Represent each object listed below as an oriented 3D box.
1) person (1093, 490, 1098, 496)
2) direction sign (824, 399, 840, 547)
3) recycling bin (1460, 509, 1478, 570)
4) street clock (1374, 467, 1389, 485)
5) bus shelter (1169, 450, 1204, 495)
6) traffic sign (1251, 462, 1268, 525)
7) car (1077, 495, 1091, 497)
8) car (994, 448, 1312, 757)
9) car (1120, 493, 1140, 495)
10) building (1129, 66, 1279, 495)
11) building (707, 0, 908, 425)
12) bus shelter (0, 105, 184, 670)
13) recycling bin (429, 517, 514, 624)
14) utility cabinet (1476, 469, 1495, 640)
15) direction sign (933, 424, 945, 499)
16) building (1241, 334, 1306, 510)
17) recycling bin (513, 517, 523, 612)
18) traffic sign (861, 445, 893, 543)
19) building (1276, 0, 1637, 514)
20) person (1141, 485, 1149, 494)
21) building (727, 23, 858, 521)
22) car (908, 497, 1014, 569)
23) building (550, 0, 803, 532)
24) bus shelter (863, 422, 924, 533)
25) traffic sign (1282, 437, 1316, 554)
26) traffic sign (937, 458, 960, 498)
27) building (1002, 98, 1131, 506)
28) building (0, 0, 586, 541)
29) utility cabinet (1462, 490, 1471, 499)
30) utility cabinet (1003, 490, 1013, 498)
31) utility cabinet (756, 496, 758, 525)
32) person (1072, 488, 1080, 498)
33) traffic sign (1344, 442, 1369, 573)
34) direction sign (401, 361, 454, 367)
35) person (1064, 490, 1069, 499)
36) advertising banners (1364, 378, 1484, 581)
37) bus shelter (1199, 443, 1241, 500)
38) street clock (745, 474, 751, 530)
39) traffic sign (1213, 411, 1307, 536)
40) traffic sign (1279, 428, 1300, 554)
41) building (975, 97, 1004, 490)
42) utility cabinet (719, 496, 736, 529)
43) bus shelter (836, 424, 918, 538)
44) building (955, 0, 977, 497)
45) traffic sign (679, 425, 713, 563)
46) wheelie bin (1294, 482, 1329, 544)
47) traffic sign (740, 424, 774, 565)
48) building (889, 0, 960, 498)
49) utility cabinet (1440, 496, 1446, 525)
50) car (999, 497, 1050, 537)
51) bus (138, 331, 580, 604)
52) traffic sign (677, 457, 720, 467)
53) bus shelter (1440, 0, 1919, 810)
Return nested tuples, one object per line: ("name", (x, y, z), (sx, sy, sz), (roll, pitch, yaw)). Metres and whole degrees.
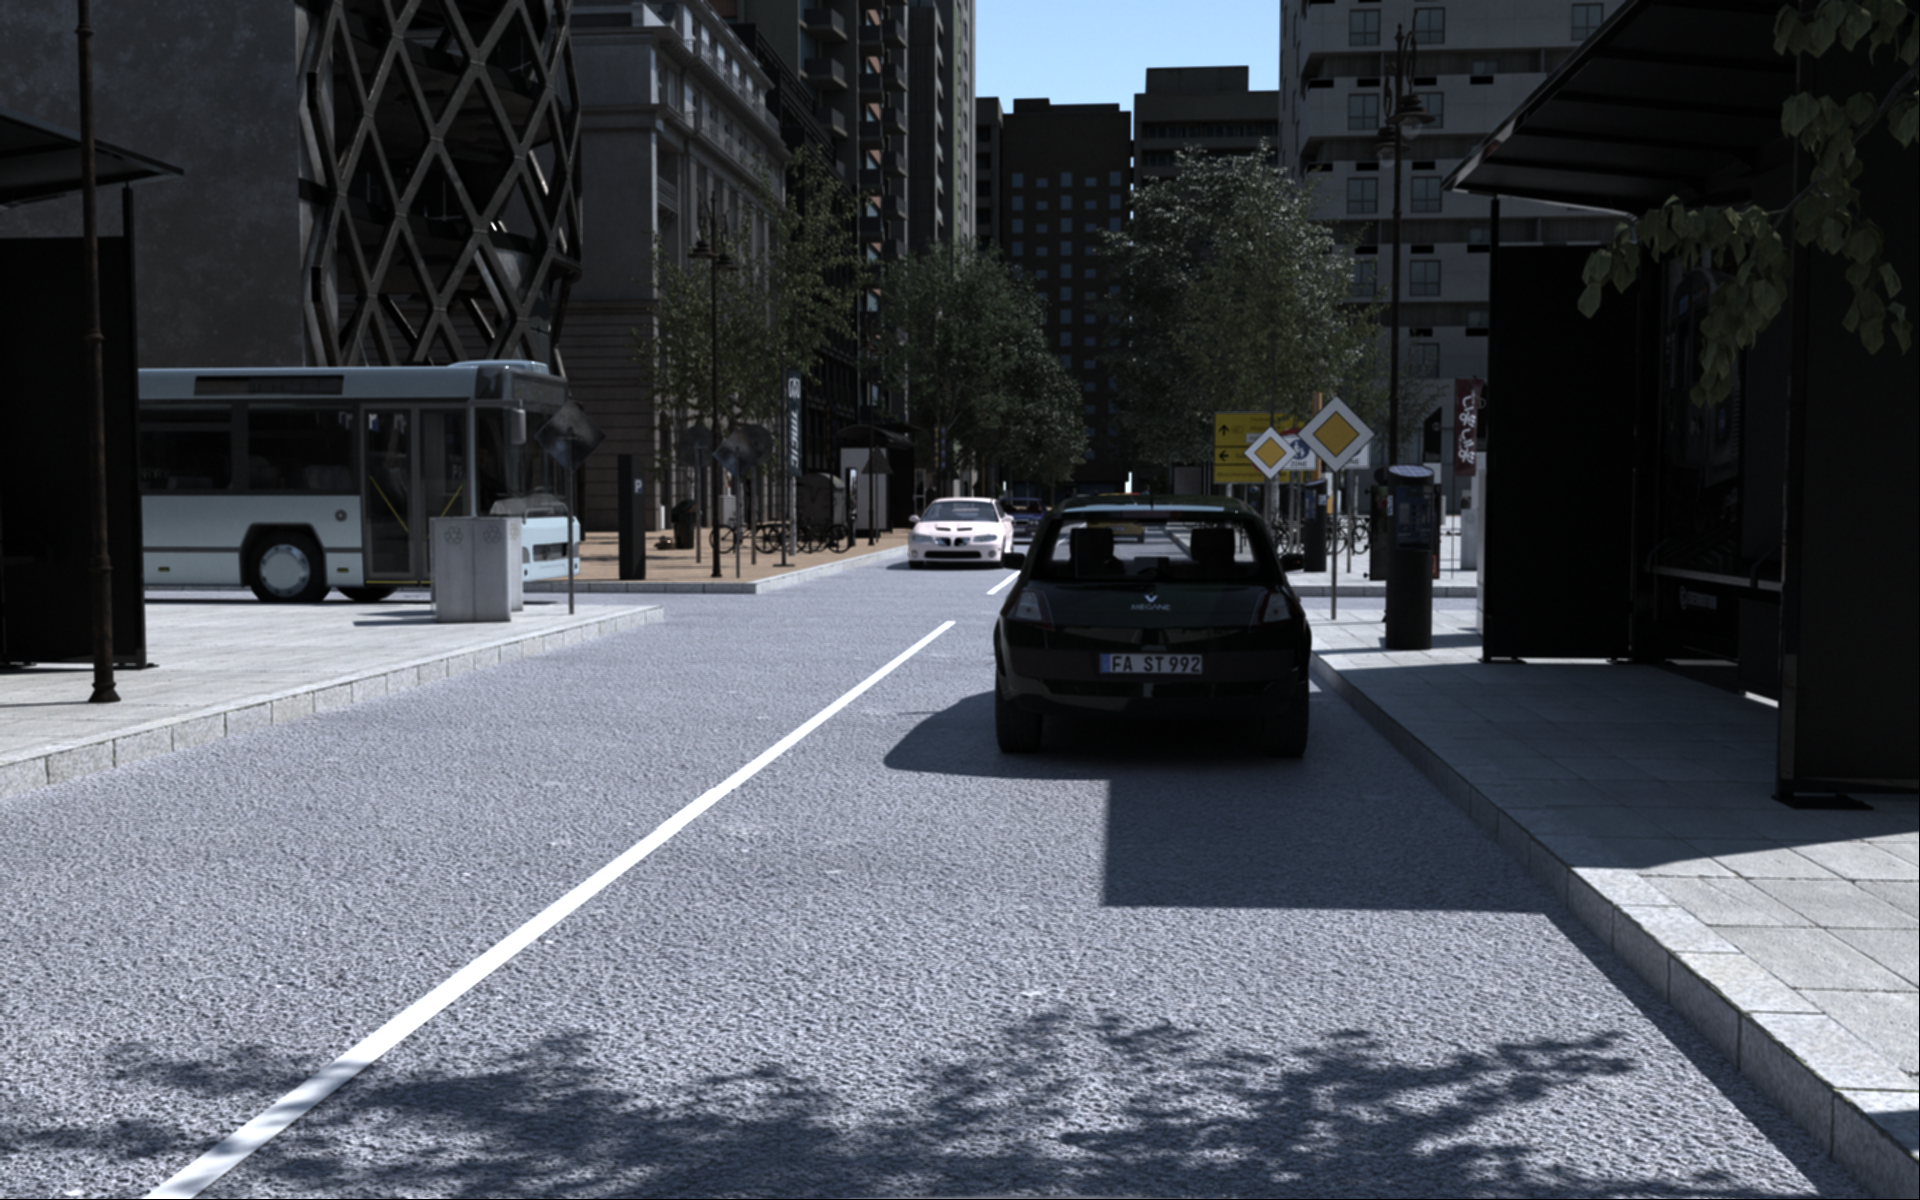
("person", (12.182, -8.906, 154.638), (1.217, 1.766, 0.721), (2, 4, 24))
("direction sign", (-3.109, -3.052, 41.904), (0.379, 3.537, 0.876), (-1, 4, -20))
("recycling bin", (8.963, -1.028, 29.363), (0.722, 1.027, 0.722), (3, 5, 40))
("street clock", (11.248, -2.534, 46.007), (0.471, 2.002, 0.358), (0, 4, -6))
("bus shelter", (10.909, -5.375, 81.811), (2.014, 3.302, 5.546), (0, 4, 6))
("traffic sign", (7.440, -2.569, 42.115), (0.768, 2.556, 0.104), (1, 4, 14))
("car", (9.829, -7.706, 138.355), (2.083, 1.381, 4.827), (0, 4, 3))
("car", (1.208, -0.069, 10.910), (2.009, 1.686, 4.222), (0, 4, 6))
("car", (8.243, -4.587, 84.031), (2.155, 1.783, 4.494), (0, 4, 5))
("building", (30.503, -35.260, 200.196), (21.600, 48.544, 21.300), (0, 4, 5))
("building", (-15.398, -28.272, 116.868), (22.147, 44.769, 28.867), (0, 4, 5))
("bus shelter", (-6.753, -1.123, 9.650), (1.731, 3.624, 6.357), (0, 4, 5))
("recycling bin", (-4.961, -0.305, 17.545), (0.722, 1.027, 0.722), (-1, 4, -21))
("utility cabinet", (4.788, -0.406, 15.320), (0.318, 1.500, 1.173), (1, 4, 12))
("direction sign", (-0.667, -3.915, 56.008), (0.379, 3.537, 0.876), (1, 4, 23))
("building", (39.118, -18.760, 151.764), (27.650, 21.520, 28.899), (0, 4, 5))
("recycling bin", (-5.264, -0.386, 18.858), (0.722, 1.027, 0.722), (2, 4, 28))
("traffic sign", (-2.186, -2.791, 45.638), (0.884, 2.594, 0.081), (1, 4, 15))
("building", (37.235, -32.629, 122.718), (28.713, 52.752, 27.495), (0, 4, 5))
("person", (7.357, -3.673, 68.897), (0.444, 1.785, 0.601), (-2, 4, -31))
("building", (-12.658, -15.937, 90.251), (12.332, 23.373, 15.834), (0, 4, 5))
("car", (0.072, -1.377, 34.879), (2.083, 1.381, 4.827), (0, 4, 5))
("building", (-15.086, -13.971, 70.231), (13.314, 21.916, 24.055), (0, 4, 5))
("bus shelter", (-2.426, -4.174, 59.527), (1.731, 3.624, 6.357), (0, 4, 5))
("traffic sign", (5.914, -1.720, 30.258), (0.606, 2.300, 0.079), (1, 4, 12))
("traffic sign", (-0.412, -3.858, 63.076), (0.884, 2.594, 0.081), (1, 4, 14))
("building", (12.404, -33.575, 199.062), (14.200, 45.320, 14.600), (0, 4, 5))
("building", (-18.459, -10.763, 43.427), (16.820, 18.784, 16.811), (0, 4, 5))
("utility cabinet", (28.450, -5.343, 96.032), (1.173, 1.500, 0.318), (1, 4, 19))
("utility cabinet", (2.651, -5.631, 100.753), (0.318, 1.500, 1.173), (2, 4, 32))
("utility cabinet", (-7.527, -3.188, 63.289), (0.306, 1.237, 1.020), (0, 4, -6))
("person", (6.654, -5.546, 99.349), (0.590, 1.801, 0.661), (1, 4, 11))
("traffic sign", (6.325, -1.589, 28.110), (0.606, 2.300, 0.079), (0, 4, 6))
("direction sign", (-9.099, -2.307, 29.718), (0.876, 3.537, 0.379), (-2, 4, -24))
("person", (7.290, -6.559, 116.563), (0.721, 1.723, 1.217), (1, 4, 8))
("advertising banners", (6.971, -1.820, 25.941), (2.074, 3.025, 0.090), (-1, 4, -21))
("bus shelter", (11.113, -5.787, 72.243), (2.179, 5.291, 8.768), (0, 4, 5))
("street clock", (-7.395, -3.454, 61.035), (0.358, 2.002, 0.471), (0, 4, 0))
("traffic sign", (7.350, -2.978, 42.561), (2.265, 3.308, 0.079), (1, 4, 13))
("traffic sign", (6.435, -2.049, 33.611), (0.768, 2.556, 0.104), (0, 4, 7))
("building", (-5.201, -35.479, 203.776), (21.600, 48.544, 21.300), (0, 4, 5))
("utility cabinet", (-8.597, -3.253, 64.341), (0.306, 1.237, 1.020), (2, 4, 29))
("bus shelter", (-2.616, -3.612, 52.986), (2.014, 3.302, 5.546), (0, 4, 6))
("building", (-9.524, -44.076, 158.888), (20.611, 71.187, 20.563), (0, 4, 5))
("traffic sign", (-4.868, -1.961, 32.174), (0.768, 2.556, 0.104), (1, 4, 11))
("wheelie bin", (9.086, -2.258, 44.826), (0.980, 1.594, 0.693), (2, 4, 35))
("traffic sign", (-3.755, -1.917, 31.455), (0.768, 2.556, 0.104), (1, 4, 15))
("building", (-7.672, -27.836, 138.705), (14.154, 41.232, 14.086), (0, 4, 5))
("utility cabinet", (19.611, -3.703, 71.703), (0.306, 1.237, 1.020), (-3, 4, -38))
("car", (1.750, -2.333, 50.725), (1.945, 1.354, 3.894), (0, 4, 6))
("bus", (-10.877, -1.688, 22.462), (13.247, 3.499, 2.948), (0, 4, 6))
("traffic sign", (-5.082, -2.055, 33.609), (0.884, 2.594, 0.081), (1, 4, 14))
("bus shelter", (4.195, -1.148, 10.053), (1.731, 3.624, 6.357), (0, 4, 5))
